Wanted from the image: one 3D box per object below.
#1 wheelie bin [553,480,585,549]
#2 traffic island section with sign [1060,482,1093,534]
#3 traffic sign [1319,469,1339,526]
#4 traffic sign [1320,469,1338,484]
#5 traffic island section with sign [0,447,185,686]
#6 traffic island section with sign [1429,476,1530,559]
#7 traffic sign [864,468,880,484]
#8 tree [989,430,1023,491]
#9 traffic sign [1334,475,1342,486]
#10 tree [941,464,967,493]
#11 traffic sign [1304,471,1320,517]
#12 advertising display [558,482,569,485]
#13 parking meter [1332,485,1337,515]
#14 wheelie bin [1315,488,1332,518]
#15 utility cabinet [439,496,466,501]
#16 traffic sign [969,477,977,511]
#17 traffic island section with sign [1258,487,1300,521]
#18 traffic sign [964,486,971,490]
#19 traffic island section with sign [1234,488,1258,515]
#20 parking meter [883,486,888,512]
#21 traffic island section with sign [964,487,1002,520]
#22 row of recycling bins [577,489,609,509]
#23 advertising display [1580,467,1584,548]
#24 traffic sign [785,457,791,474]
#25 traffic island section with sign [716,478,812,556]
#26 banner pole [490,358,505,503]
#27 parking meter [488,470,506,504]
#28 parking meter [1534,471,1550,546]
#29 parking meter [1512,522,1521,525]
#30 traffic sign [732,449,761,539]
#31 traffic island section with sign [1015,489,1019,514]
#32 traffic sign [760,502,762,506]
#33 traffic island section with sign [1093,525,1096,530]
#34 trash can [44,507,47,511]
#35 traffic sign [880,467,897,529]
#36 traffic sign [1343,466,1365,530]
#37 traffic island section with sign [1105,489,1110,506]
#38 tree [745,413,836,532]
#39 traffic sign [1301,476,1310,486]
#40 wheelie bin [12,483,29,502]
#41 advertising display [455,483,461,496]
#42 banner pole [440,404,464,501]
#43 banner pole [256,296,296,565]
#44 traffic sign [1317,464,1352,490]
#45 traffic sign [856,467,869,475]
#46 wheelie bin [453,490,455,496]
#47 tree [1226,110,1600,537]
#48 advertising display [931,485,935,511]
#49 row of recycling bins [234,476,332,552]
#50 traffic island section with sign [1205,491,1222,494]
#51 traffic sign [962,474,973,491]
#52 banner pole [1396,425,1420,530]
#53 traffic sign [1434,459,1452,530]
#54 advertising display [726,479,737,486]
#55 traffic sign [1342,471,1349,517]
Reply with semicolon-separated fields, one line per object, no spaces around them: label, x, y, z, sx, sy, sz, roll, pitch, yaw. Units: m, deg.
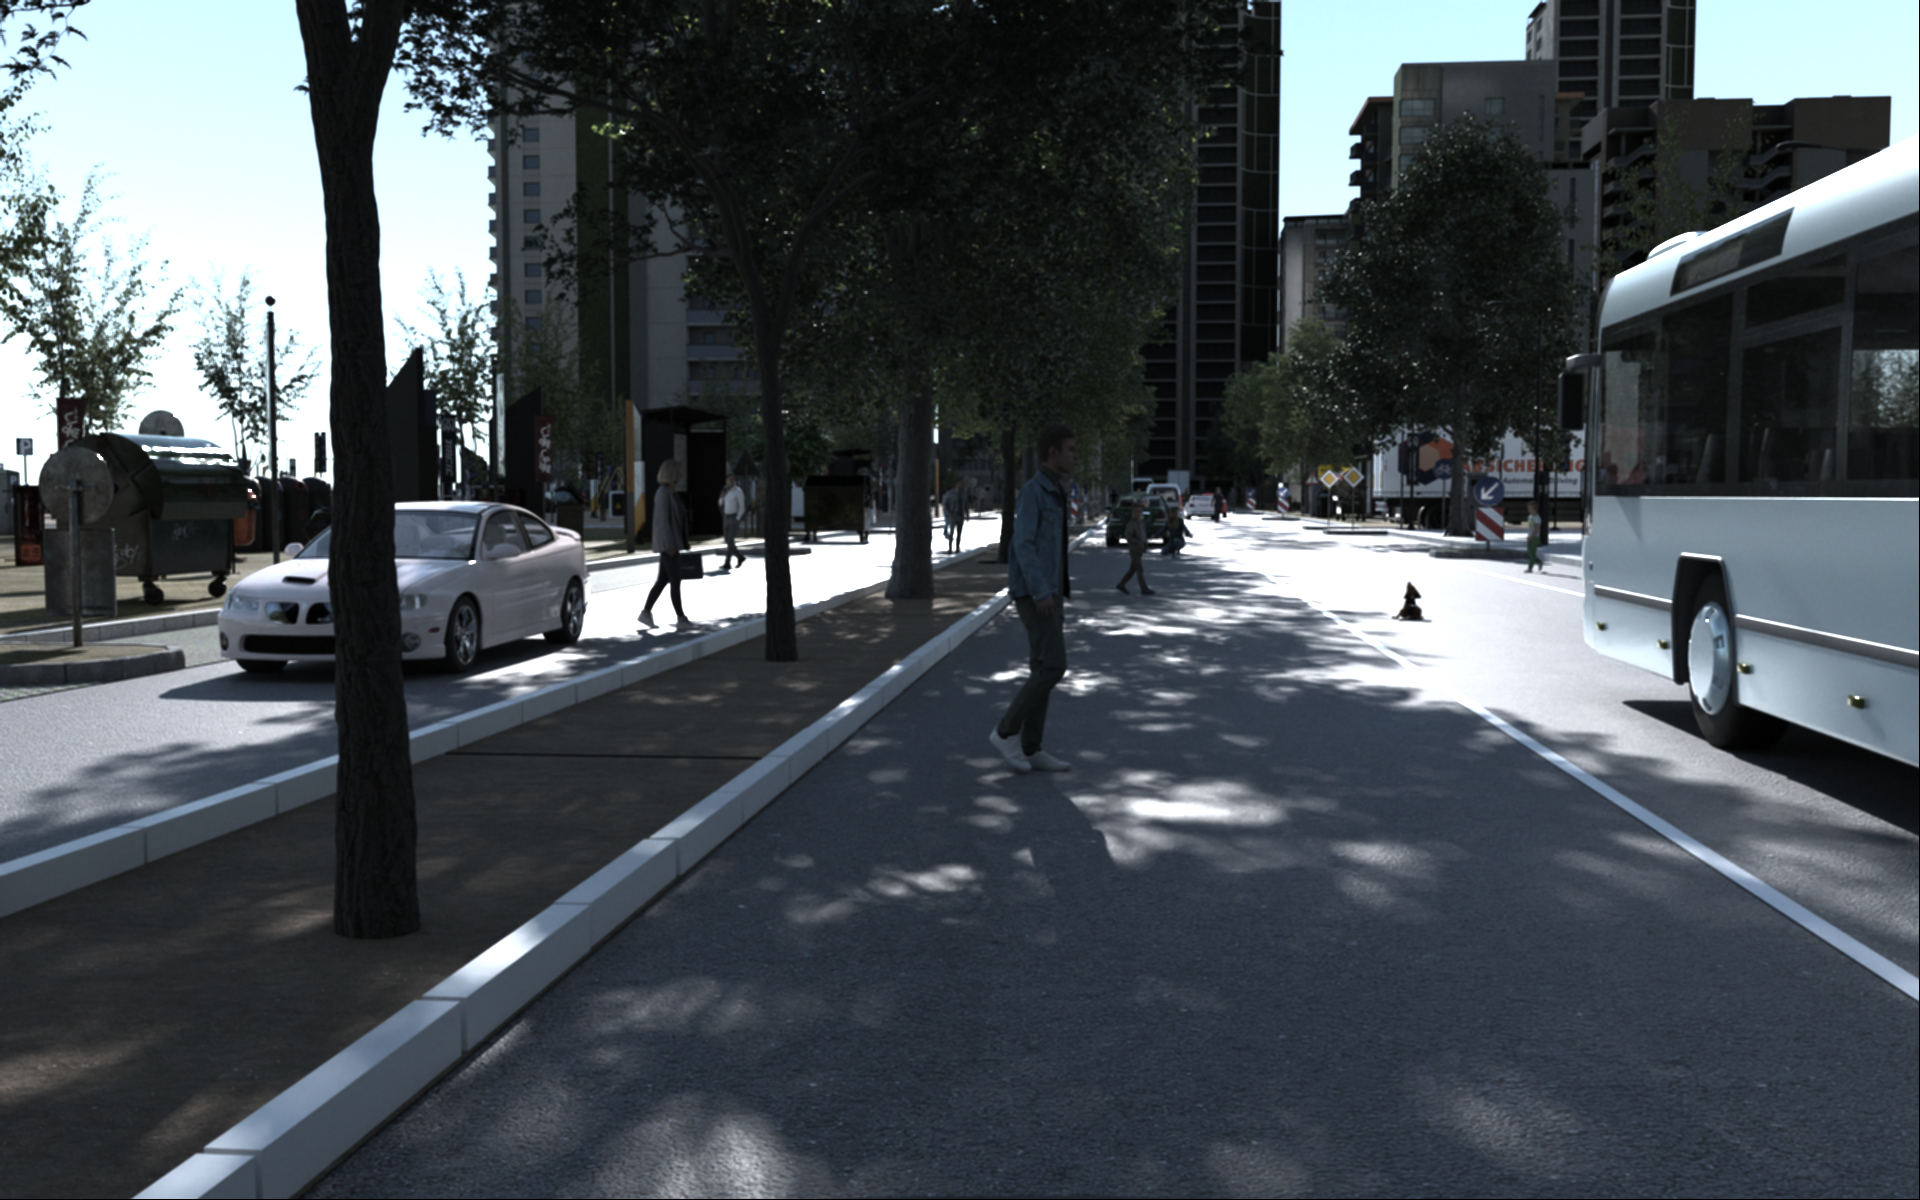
wheelie bin;-8.523;-1.829;37.806;0.693;1.594;0.980;-1;4;-12
traffic island section with sign;3.732;-3.362;63.113;2.006;1.907;1.989;0;4;6
traffic sign;14.839;-4.039;69.675;0.795;2.450;0.064;0;4;6
traffic sign;19.169;-5.507;90.042;0.884;2.594;0.081;1;4;14
traffic island section with sign;-7.390;-0.317;13.803;1.989;1.847;2.006;0;4;6
traffic island section with sign;11.702;-1.866;39.145;1.989;1.847;2.006;0;4;6
traffic sign;-3.887;-4.544;75.487;0.795;2.450;0.064;1;4;12
tree;4.142;-12.025;146.969;4.360;8.622;3.978;0;3;0
traffic sign;25.141;-7.059;115.526;0.768;2.556;0.104;0;4;7
tree;-0.535;-7.110;110.851;1.663;3.219;1.824;0;3;0
traffic sign;19.379;-5.833;95.370;0.884;2.594;0.081;1;4;12
advertising display;-21.823;-5.513;95.356;0.123;1.923;0.974;3;4;36
parking meter;23.002;-6.137;106.052;0.399;1.863;0.255;3;5;40
wheelie bin;19.300;-5.144;92.014;0.693;1.594;0.980;-1;4;-15
utility cabinet;-18.741;-3.226;63.901;1.020;1.237;0.306;-3;5;-43
traffic sign;0.914;-7.907;129.386;0.768;2.556;0.104;0;4;7
traffic island section with sign;17.412;-5.235;94.217;1.989;1.847;2.006;0;4;6
traffic sign;0.358;-7.691;125.754;0.884;2.594;0.081;1;4;15
traffic island section with sign;20.200;-6.875;121.028;1.989;1.847;2.006;0;4;6
parking meter;-5.235;-7.141;122.459;0.255;1.863;0.399;-2;4;-34
traffic island section with sign;1.123;-5.338;95.911;1.989;1.847;2.006;0;4;6
row of recycling bins;-31.787;-8.725;149.769;3.534;1.692;1.069;1;4;17
advertising display;15.062;-2.195;41.096;0.123;1.923;0.974;-1;4;-15
traffic sign;-5.729;-3.338;54.675;0.768;2.556;0.104;0;4;8
traffic island section with sign;-4.580;-1.979;40.980;1.989;1.847;2.006;0;4;6
banner pole;-8.469;-2.556;31.812;0.401;3.779;0.863;-2;4;-30
parking meter;-11.133;-2.197;41.639;0.399;1.863;0.255;3;4;38
parking meter;14.455;-2.286;43.085;0.255;1.863;0.399;3;5;44
parking meter;23.343;-3.925;72.592;0.372;1.533;0.369;0;3;0
traffic sign;-6.126;-3.033;49.596;0.884;2.594;0.081;1;4;13
traffic island section with sign;3.914;-6.978;122.721;1.989;1.847;2.006;0;4;6
traffic sign;-8.306;-4.408;72.180;0.768;2.556;0.104;1;4;12
traffic island section with sign;4.506;-3.813;70.480;2.006;1.907;1.989;0;4;6
trash can;-60.846;-6.356;115.580;0.748;1.137;0.748;0;3;0
traffic sign;-2.539;-3.659;63.464;0.795;2.450;0.064;0;4;6
traffic sign;14.015;-3.553;61.732;0.795;2.450;0.064;0;4;6
traffic island section with sign;12.255;-8.384;145.219;2.006;1.907;1.989;0;4;6
tree;-5.791;-4.576;58.537;4.285;4.588;4.351;0;3;0
traffic sign;23.802;-7.266;118.904;0.768;2.556;0.104;1;4;8
wheelie bin;-26.933;-2.573;49.976;0.693;1.594;0.980;-3;4;-36
advertising display;-28.764;-5.768;99.519;0.123;1.923;0.974;-3;4;-37
banner pole;-13.971;-3.538;47.863;0.401;3.779;0.863;3;5;44
banner pole;-8.806;-1.966;22.154;0.401;3.779;0.863;-2;4;-28
traffic sign;25.071;-7.464;115.904;2.265;3.308;0.079;1;4;9
traffic sign;-4.591;-5.033;82.396;0.768;2.556;0.104;1;4;13
wheelie bin;-41.722;-8.235;142.555;0.693;1.594;0.980;1;4;16
tree;15.003;-8.262;52.090;9.611;12.733;9.660;0;3;0
advertising display;-2.495;-8.309;141.067;0.974;1.923;0.123;-2;4;-32
row of recycling bins;-15.646;-1.990;39.650;1.069;1.692;3.534;1;4;13
traffic island section with sign;25.428;-9.958;171.443;1.989;1.847;2.006;0;4;6
traffic sign;0.421;-6.844;111.906;0.884;2.594;0.081;0;4;7
banner pole;16.148;-4.426;62.375;0.863;3.779;0.401;0;4;-6
traffic sign;17.367;-3.795;62.147;0.768;2.556;0.104;0;4;7
advertising display;-9.907;-4.157;73.187;0.974;1.923;0.123;-1;4;-13
traffic sign;21.642;-5.895;96.483;0.768;2.556;0.104;1;4;16
